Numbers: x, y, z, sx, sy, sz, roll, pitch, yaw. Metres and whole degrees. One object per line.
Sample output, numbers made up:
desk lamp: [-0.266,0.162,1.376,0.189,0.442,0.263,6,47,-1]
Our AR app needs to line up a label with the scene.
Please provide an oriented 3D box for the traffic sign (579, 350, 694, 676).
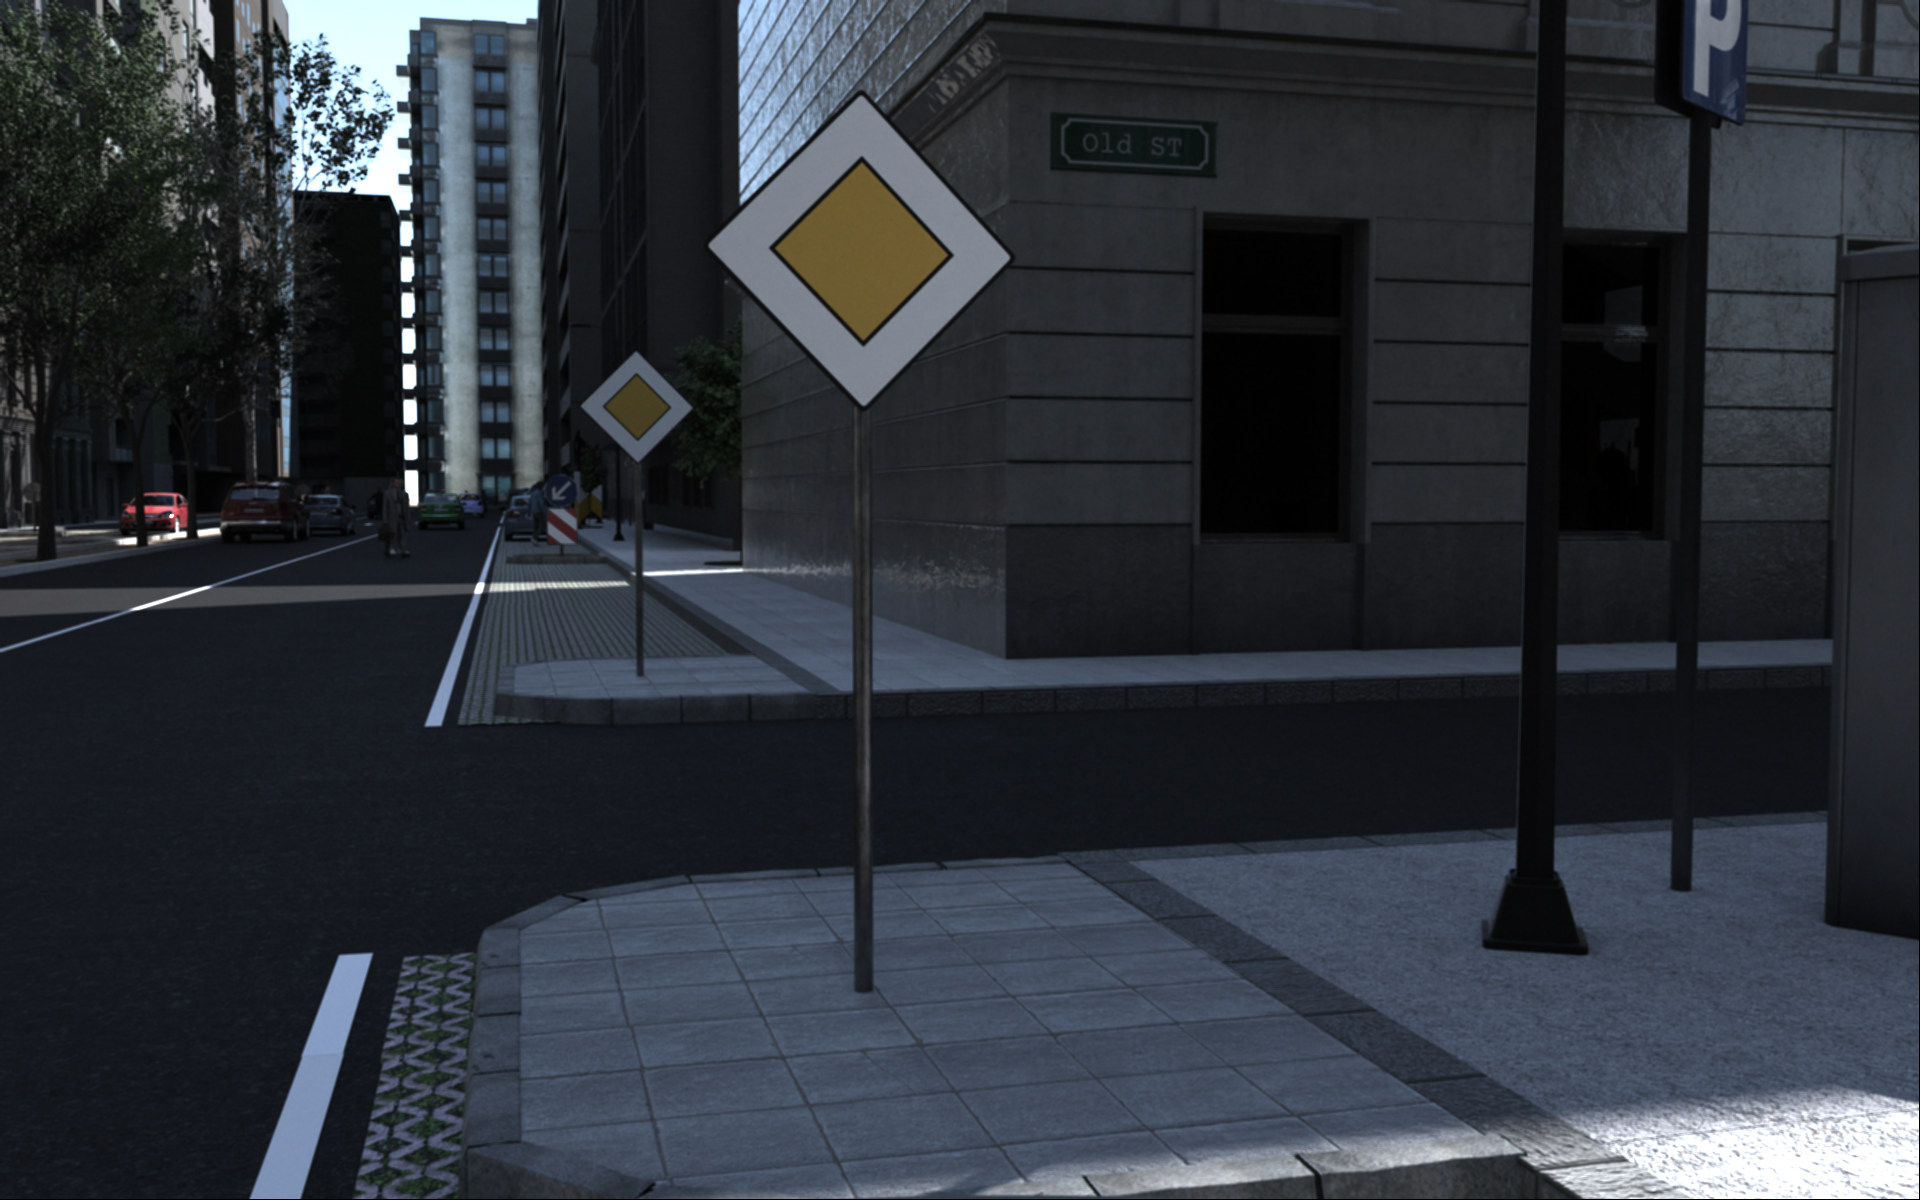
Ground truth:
traffic sign: [-2.257,-0.520,12.145,0.795,2.450,0.064,-1,4,-14]

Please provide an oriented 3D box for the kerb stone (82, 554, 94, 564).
kerb stone: [-18.077,-0.825,35.677,0.120,0.150,1.000,-1,4,-14]

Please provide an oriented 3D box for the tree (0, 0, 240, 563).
tree: [-19.131,-6.598,36.098,9.928,11.665,9.643,0,3,0]

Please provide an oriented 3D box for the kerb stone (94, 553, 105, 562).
kerb stone: [-18.333,-0.883,36.677,0.120,0.150,1.000,-1,4,-14]

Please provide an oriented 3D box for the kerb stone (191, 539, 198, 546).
kerb stone: [-21.168,-1.552,47.605,0.120,0.150,1.000,-1,4,-14]

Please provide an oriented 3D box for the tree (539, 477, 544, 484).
tree: [-38.455,-10.151,160.571,1.663,3.219,1.824,0,3,0]

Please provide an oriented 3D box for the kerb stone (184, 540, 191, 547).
kerb stone: [-20.910,-1.490,46.616,0.120,0.150,1.000,-1,4,-14]

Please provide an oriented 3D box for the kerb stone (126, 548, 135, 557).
kerb stone: [-19.115,-1.068,39.654,0.120,0.150,1.000,-1,4,-14]

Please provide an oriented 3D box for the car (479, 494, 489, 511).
car: [-40.522,-8.143,145.145,2.014,1.417,4.499,-1,4,-14]

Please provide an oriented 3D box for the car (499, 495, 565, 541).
car: [-13.253,-2.553,53.747,2.014,1.417,4.499,-1,4,-14]

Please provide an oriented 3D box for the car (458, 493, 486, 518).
car: [-29.733,-5.832,104.948,1.945,1.707,3.694,-1,4,-15]

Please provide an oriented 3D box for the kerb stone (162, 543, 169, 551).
kerb stone: [-20.147,-1.311,43.629,0.120,0.150,1.000,-1,4,-14]

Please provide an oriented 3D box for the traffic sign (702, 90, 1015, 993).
traffic sign: [-0.252,-0.047,4.415,0.795,2.450,0.064,-1,4,-14]

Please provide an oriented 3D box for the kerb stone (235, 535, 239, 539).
kerb stone: [-23.492,-2.100,56.532,0.120,0.150,1.000,-1,4,-14]

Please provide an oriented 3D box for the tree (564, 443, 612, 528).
tree: [-14.251,-4.358,65.860,1.663,3.219,1.824,0,3,0]

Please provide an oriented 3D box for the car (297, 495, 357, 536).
car: [-22.115,-2.956,60.328,2.014,1.417,4.499,-1,4,-15]

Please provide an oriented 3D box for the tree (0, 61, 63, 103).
tree: [-17.203,-5.542,27.489,8.767,10.594,7.601,-1,4,-14]

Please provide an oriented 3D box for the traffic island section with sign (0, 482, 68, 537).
traffic island section with sign: [-31.288,-3.044,58.393,1.989,1.847,2.006,-1,4,-14]

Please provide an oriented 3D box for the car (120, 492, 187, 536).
car: [-28.272,-3.179,61.014,2.155,1.783,4.494,-1,4,-14]

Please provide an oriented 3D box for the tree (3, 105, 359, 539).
tree: [-24.314,-8.663,54.462,12.009,13.543,11.850,0,3,0]

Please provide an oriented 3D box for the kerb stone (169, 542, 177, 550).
kerb stone: [-20.406,-1.371,44.618,0.120,0.150,1.000,-1,4,-14]

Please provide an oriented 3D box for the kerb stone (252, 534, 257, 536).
kerb stone: [-24.267,-2.278,59.500,0.120,0.150,1.000,-1,4,-14]

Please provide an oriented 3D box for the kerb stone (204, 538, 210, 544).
kerb stone: [-21.690,-1.675,49.583,0.120,0.150,1.000,-1,4,-14]

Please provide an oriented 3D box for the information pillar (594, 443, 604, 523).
information pillar: [-15.883,-5.163,75.768,0.504,3.616,0.183,0,4,3]

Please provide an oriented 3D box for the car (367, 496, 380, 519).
car: [-33.634,-5.418,101.157,1.945,1.354,3.894,-1,4,-16]

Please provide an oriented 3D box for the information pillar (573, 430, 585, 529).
information pillar: [-14.004,-4.405,63.373,0.183,3.616,0.504,-2,4,-31]

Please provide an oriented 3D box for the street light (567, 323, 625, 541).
street light: [-9.900,-4.571,47.279,1.470,5.913,1.316,-1,4,-14]

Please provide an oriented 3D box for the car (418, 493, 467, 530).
car: [-21.242,-3.805,71.013,1.959,1.807,4.718,-1,4,-15]

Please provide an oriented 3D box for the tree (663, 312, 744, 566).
tree: [-4.004,-2.931,31.635,4.285,4.588,4.351,0,3,0]

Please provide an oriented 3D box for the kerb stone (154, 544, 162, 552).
kerb stone: [-19.882,-1.250,42.631,0.120,0.150,1.000,-1,4,-14]

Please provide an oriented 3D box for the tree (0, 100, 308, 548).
tree: [-21.342,-6.620,45.107,8.767,10.594,7.601,-1,4,-14]

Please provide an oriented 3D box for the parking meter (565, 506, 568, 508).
parking meter: [-17.619,-4.416,77.918,0.255,1.863,0.399,-1,4,-18]

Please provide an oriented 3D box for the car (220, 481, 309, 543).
car: [-21.027,-2.680,52.499,2.281,1.827,5.304,-1,4,-14]

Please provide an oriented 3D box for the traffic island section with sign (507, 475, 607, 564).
traffic island section with sign: [-8.419,-1.677,36.042,1.989,1.847,2.006,-1,4,-14]

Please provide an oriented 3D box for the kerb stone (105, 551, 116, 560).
kerb stone: [-18.590,-0.944,37.667,0.120,0.150,1.000,-1,4,-14]

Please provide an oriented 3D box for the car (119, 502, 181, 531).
car: [-31.480,-3.351,67.363,1.945,1.354,3.894,-1,4,-14]

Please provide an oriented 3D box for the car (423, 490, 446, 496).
car: [-44.982,-8.574,148.864,2.281,1.827,5.304,-1,4,-16]

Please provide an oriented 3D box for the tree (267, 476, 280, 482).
tree: [-55.149,-8.806,138.580,1.663,3.219,1.824,0,3,0]

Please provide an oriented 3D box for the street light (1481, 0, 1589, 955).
street light: [1.122,-1.965,4.671,1.470,5.913,1.316,-1,4,-14]

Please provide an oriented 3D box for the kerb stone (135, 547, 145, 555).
kerb stone: [-19.366,-1.128,40.645,0.120,0.150,1.000,-1,4,-14]

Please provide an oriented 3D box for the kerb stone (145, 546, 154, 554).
kerb stone: [-19.617,-1.189,41.644,0.120,0.150,1.000,-1,4,-14]

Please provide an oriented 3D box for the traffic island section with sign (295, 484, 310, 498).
traffic island section with sign: [-31.191,-4.518,82.012,2.006,1.907,1.989,-1,4,-14]

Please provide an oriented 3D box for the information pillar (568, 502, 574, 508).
information pillar: [-15.890,-4.074,71.102,0.304,2.012,0.304,-2,4,-29]

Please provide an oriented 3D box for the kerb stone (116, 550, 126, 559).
kerb stone: [-18.851,-1.004,38.662,0.120,0.150,1.000,-1,4,-14]

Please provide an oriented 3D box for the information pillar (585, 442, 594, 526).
information pillar: [-15.191,-4.814,70.070,0.504,3.616,0.183,-3,5,-40]

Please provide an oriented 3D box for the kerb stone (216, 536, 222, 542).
kerb stone: [-22.197,-1.791,51.566,0.120,0.150,1.000,-1,4,-14]

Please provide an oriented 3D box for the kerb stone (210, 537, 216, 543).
kerb stone: [-21.940,-1.736,50.576,0.120,0.150,1.000,-1,4,-14]

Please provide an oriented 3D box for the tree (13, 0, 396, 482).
tree: [-28.383,-12.701,66.003,12.611,20.169,13.585,0,3,0]

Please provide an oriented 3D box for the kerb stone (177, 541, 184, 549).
kerb stone: [-20.665,-1.432,45.623,0.120,0.150,1.000,-1,4,-14]

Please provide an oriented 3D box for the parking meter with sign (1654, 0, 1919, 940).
parking meter with sign: [2.942,-0.532,4.963,1.738,3.016,0.543,3,5,43]

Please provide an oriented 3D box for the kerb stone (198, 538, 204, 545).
kerb stone: [-21.431,-1.615,48.593,0.120,0.150,1.000,-1,4,-14]

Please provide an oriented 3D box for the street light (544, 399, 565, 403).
street light: [-19.713,-6.892,85.224,1.470,5.913,1.316,-1,4,-14]
